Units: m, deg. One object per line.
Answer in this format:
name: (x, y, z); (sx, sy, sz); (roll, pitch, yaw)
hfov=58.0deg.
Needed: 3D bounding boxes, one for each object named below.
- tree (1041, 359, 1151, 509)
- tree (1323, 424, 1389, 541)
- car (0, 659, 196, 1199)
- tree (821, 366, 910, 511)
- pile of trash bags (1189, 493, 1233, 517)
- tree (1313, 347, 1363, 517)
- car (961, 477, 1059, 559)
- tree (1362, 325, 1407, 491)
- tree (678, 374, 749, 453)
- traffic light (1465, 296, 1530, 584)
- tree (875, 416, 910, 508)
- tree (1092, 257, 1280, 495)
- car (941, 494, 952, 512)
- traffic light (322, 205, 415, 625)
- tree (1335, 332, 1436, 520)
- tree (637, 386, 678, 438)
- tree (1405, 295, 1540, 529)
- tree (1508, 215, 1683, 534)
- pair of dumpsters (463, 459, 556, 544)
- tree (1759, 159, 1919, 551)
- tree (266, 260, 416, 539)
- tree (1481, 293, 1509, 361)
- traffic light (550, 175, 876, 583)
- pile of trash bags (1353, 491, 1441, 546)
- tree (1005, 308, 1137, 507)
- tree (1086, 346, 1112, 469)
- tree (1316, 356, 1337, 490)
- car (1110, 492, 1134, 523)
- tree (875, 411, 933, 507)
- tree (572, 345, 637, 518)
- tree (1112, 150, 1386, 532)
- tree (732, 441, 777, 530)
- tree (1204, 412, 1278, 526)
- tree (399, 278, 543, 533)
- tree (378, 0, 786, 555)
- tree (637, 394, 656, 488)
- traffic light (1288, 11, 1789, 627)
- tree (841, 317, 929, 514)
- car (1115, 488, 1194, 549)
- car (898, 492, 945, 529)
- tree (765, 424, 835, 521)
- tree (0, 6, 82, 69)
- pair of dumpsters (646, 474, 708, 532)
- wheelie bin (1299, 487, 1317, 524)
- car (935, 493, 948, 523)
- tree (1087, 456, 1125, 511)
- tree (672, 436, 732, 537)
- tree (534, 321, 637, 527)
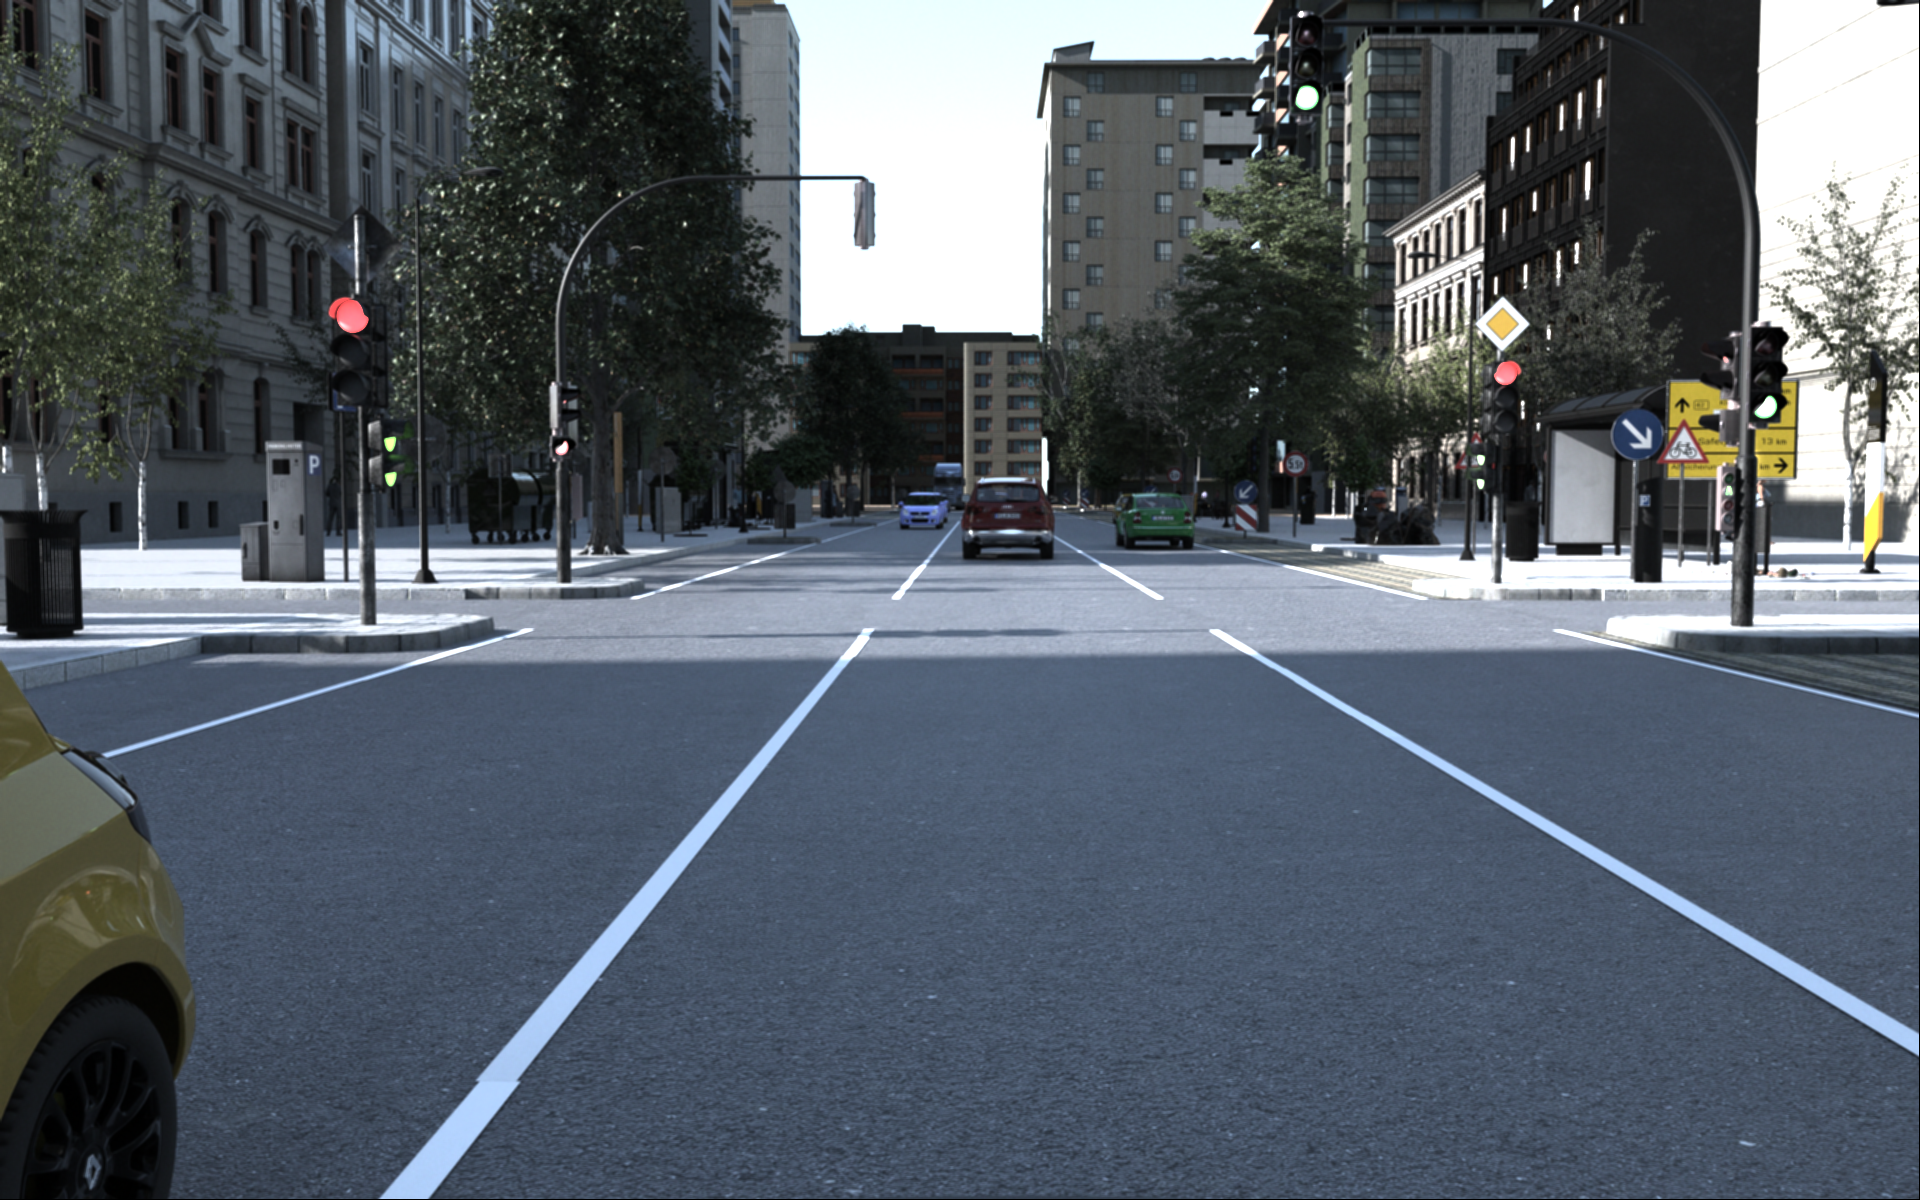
tree: (11.596, -14.015, 146.149); (9.611, 12.733, 9.660); (0, 3, 0)
tree: (11.128, -3.262, 47.936); (1.663, 3.219, 1.824); (0, 3, 0)
car: (-2.356, 0.529, 1.570); (2.015, 1.641, 3.980); (0, 4, 3)
tree: (-7.365, -12.615, 132.005); (9.928, 11.665, 9.643); (0, 3, 0)
pile of trash bags: (13.963, -5.385, 97.795); (1.912, 1.369, 3.447); (-2, 4, -27)
tree: (18.170, -7.604, 74.686); (4.737, 8.622, 4.395); (0, 3, 0)
car: (1.133, -1.905, 39.812); (2.281, 1.827, 5.304); (0, 4, 3)
tree: (19.069, -7.265, 69.145); (4.737, 8.622, 4.395); (0, 3, 0)
tree: (-14.271, -9.039, 98.142); (4.737, 8.622, 4.395); (0, 3, 0)
traffic light: (7.671, -2.189, 24.716); (0.839, 4.253, 0.868); (0, 4, 1)
tree: (-6.301, -12.741, 158.670); (4.737, 8.622, 4.395); (0, 3, 0)
tree: (11.752, -10.991, 90.071); (12.009, 13.543, 11.850); (0, 3, 0)
car: (-1.653, -7.695, 137.813); (2.014, 1.417, 4.499); (0, 4, 1)
traffic light: (-5.791, -1.710, 16.885); (0.839, 4.253, 0.868); (0, 4, 1)
tree: (19.695, -7.908, 79.658); (4.360, 8.622, 3.978); (0, 3, 0)
tree: (-18.266, -8.758, 93.558); (4.737, 8.622, 4.395); (0, 3, 0)
tree: (19.139, -6.923, 63.546); (4.737, 8.622, 4.395); (0, 3, 0)
tree: (16.955, -5.812, 45.394); (4.360, 8.622, 3.978); (0, 3, 0)
pair of dumpsters: (-11.934, -2.670, 46.151); (1.574, 2.255, 4.437); (0, 4, 1)
tree: (20.173, -5.397, 38.601); (4.360, 8.622, 3.978); (0, 3, 0)
tree: (-16.862, -6.022, 48.818); (4.360, 8.622, 3.978); (0, 3, 0)
tree: (18.650, -6.388, 54.800); (4.360, 8.622, 3.978); (0, 3, 0)
traffic light: (-3.597, -3.071, 24.878); (4.771, 5.953, 1.251); (0, 4, 1)
pile of trash bags: (11.063, -2.131, 44.586); (1.912, 1.369, 3.447); (0, 4, 0)
tree: (11.293, -19.596, 176.291); (12.611, 20.169, 13.585); (0, 3, 0)
tree: (11.779, -11.877, 112.309); (7.486, 12.596, 7.792); (0, 3, 0)
tree: (19.574, -8.253, 85.297); (4.360, 8.622, 3.978); (0, 3, 0)
car: (8.213, -4.438, 82.778); (2.015, 1.641, 3.980); (0, 4, 2)
tree: (-6.553, -14.799, 176.375); (8.767, 10.594, 7.601); (1, 4, 14)
tree: (-17.126, -7.644, 75.336); (4.737, 8.622, 4.395); (0, 3, 0)
tree: (10.534, -8.523, 57.482); (7.486, 12.596, 7.792); (0, 3, 0)
tree: (-7.499, -4.158, 62.591); (1.663, 3.219, 1.824); (0, 3, 0)
tree: (11.316, -5.258, 69.689); (4.285, 4.588, 4.351); (0, 3, 0)
tree: (-16.793, -6.508, 56.766); (4.737, 8.622, 4.395); (0, 3, 0)
tree: (-7.687, -7.305, 36.440); (9.611, 12.733, 9.660); (0, 3, 0)
tree: (-15.997, -7.952, 80.375); (4.360, 8.622, 3.978); (0, 3, 0)
traffic light: (5.476, -2.566, 16.617); (4.771, 5.953, 1.251); (0, 4, 1)
tree: (-7.206, -11.948, 112.362); (9.611, 12.733, 9.660); (0, 3, 0)
car: (5.191, -2.307, 46.509); (1.959, 1.807, 4.718); (0, 3, 0)
car: (-1.572, -3.809, 71.864); (1.945, 1.707, 3.694); (0, 4, 2)
tree: (-7.563, -5.991, 81.667); (4.285, 4.588, 4.351); (0, 3, 0)
tree: (-14.822, -4.690, 27.046); (4.737, 8.622, 4.395); (0, 3, 0)
pair of dumpsters: (-9.959, -3.578, 61.000); (1.574, 2.255, 4.437); (0, 4, 1)
wheelie bin: (14.755, -4.003, 73.361); (0.693, 1.594, 0.980); (1, 4, 22)
car: (-1.523, -4.703, 86.492); (1.945, 1.707, 3.694); (0, 4, 2)
tree: (11.132, -9.117, 132.774); (4.285, 4.588, 4.351); (0, 3, 0)
tree: (-8.246, -3.540, 52.477); (1.663, 3.219, 1.824); (0, 3, 0)
tree: (-15.208, -7.174, 67.656); (4.360, 8.622, 3.978); (0, 3, 0)
